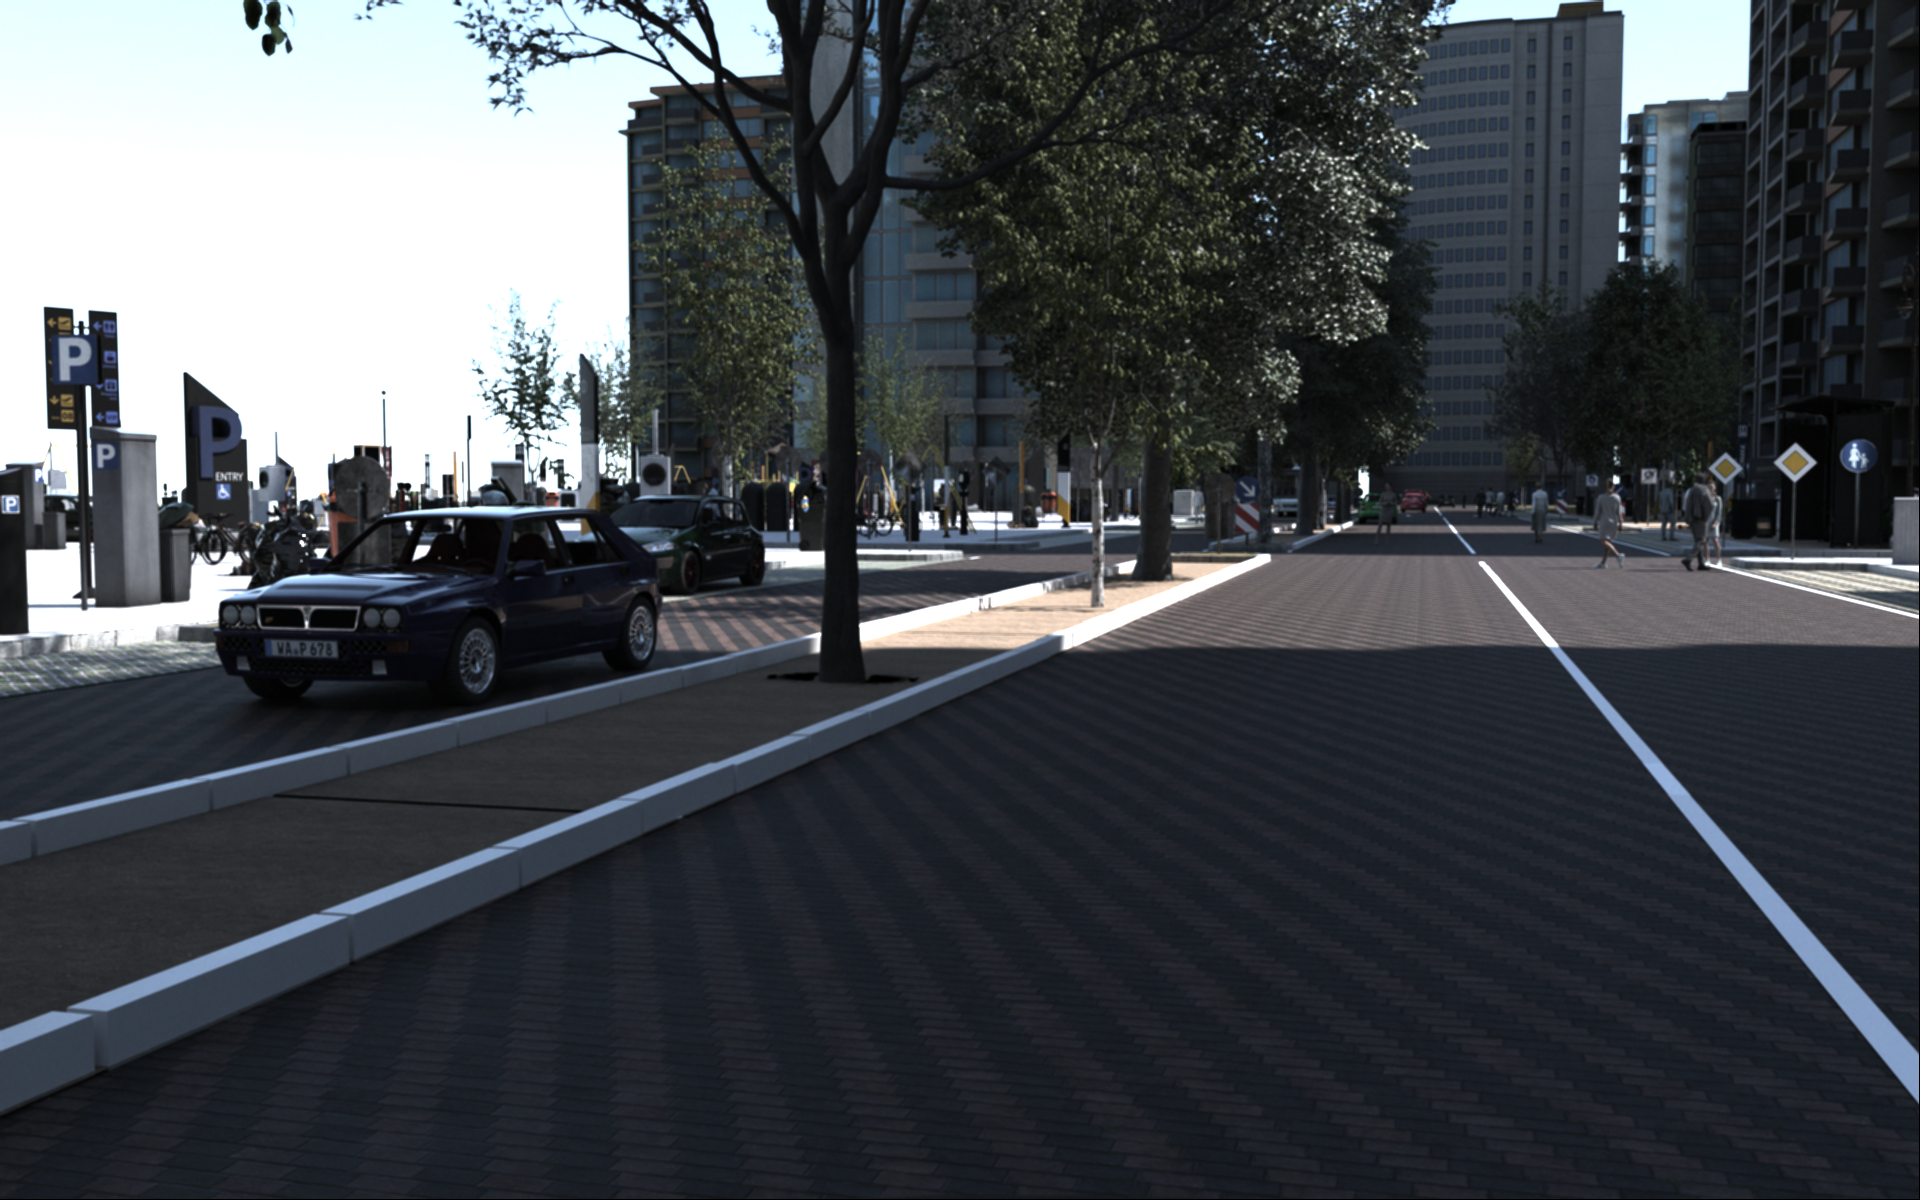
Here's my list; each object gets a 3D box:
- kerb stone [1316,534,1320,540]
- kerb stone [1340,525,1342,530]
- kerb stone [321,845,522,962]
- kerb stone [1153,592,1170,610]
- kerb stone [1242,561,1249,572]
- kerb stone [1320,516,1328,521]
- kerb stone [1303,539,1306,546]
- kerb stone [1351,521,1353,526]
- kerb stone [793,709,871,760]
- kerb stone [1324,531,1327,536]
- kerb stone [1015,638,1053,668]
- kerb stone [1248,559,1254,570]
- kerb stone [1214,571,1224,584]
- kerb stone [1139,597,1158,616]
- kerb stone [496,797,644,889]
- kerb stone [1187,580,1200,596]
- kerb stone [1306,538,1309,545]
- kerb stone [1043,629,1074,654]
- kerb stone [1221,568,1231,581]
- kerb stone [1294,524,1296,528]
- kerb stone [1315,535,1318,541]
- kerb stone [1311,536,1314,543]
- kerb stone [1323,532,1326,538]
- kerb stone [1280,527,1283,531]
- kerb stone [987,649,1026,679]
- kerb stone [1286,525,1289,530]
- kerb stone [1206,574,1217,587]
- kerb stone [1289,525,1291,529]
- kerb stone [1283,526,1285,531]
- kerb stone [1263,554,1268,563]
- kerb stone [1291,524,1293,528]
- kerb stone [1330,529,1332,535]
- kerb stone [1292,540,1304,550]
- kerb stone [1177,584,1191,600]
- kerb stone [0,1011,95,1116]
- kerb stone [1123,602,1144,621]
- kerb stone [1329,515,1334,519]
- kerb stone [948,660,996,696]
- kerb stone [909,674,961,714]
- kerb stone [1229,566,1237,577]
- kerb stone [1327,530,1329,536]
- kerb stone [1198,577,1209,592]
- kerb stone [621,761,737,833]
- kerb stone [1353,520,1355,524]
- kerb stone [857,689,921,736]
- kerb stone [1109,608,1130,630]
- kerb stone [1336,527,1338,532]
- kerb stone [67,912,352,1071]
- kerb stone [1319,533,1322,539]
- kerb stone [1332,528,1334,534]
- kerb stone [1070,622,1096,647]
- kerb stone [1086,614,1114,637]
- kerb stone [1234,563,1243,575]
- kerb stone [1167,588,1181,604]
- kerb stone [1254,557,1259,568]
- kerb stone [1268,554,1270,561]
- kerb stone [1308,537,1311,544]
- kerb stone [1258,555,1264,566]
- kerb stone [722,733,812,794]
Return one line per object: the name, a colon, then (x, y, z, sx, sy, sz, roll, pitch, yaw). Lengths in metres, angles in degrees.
kerb stone: (10.803, -1.872, 52.833, 0.120, 0.150, 1.000, 1, 4, 15)
kerb stone: (14.511, -2.716, 66.700, 0.120, 0.150, 1.000, 1, 4, 15)
kerb stone: (-1.780, 1.004, 5.791, 0.120, 0.150, 1.000, 1, 4, 15)
kerb stone: (2.458, 0.037, 21.626, 0.120, 0.150, 1.000, 1, 4, 15)
kerb stone: (5.101, -0.571, 31.530, 0.120, 0.150, 1.000, 1, 4, 15)
kerb stone: (20.171, -4.511, 95.951, 0.120, 0.150, 1.000, 1, 4, 15)
kerb stone: (9.212, -1.505, 46.902, 0.120, 0.150, 1.000, 1, 4, 15)
kerb stone: (17.179, -3.329, 76.629, 0.120, 0.150, 1.000, 1, 4, 15)
kerb stone: (-0.726, 0.763, 9.752, 0.120, 0.150, 1.000, 1, 4, 15)
kerb stone: (11.863, -2.112, 56.796, 0.120, 0.150, 1.000, 1, 4, 15)
kerb stone: (0.603, 0.459, 14.693, 0.120, 0.150, 1.000, 1, 4, 15)
kerb stone: (5.372, -0.632, 32.521, 0.120, 0.150, 1.000, 1, 4, 15)
kerb stone: (4.050, -0.325, 27.568, 0.120, 0.150, 1.000, 1, 4, 15)
kerb stone: (2.193, 0.095, 20.637, 0.120, 0.150, 1.000, 1, 4, 15)
kerb stone: (-1.518, 0.943, 6.779, 0.120, 0.150, 1.000, 1, 4, 15)
kerb stone: (3.248, -0.147, 24.602, 0.120, 0.150, 1.000, 1, 4, 15)
kerb stone: (9.479, -1.572, 47.890, 0.120, 0.150, 1.000, 1, 4, 15)
kerb stone: (0.857, 0.398, 15.695, 0.120, 0.150, 1.000, 1, 4, 15)
kerb stone: (4.315, -0.381, 28.556, 0.120, 0.150, 1.000, 1, 4, 15)
kerb stone: (13.815, -3.049, 72.203, 0.120, 0.150, 1.000, 1, 4, 15)
kerb stone: (10.543, -1.813, 51.838, 0.120, 0.150, 1.000, 1, 4, 15)
kerb stone: (10.016, -1.692, 49.863, 0.120, 0.150, 1.000, 1, 4, 15)
kerb stone: (11.606, -2.055, 55.798, 0.120, 0.150, 1.000, 1, 4, 15)
kerb stone: (11.958, -2.634, 65.266, 0.120, 0.150, 1.000, 1, 4, 15)
kerb stone: (0.331, 0.524, 13.708, 0.120, 0.150, 1.000, 1, 4, 15)
kerb stone: (12.762, -2.816, 68.229, 0.120, 0.150, 1.000, 1, 4, 15)
kerb stone: (3.781, -0.265, 26.582, 0.120, 0.150, 1.000, 1, 4, 15)
kerb stone: (13.023, -2.872, 69.226, 0.120, 0.150, 1.000, 1, 4, 15)
kerb stone: (12.219, -2.693, 66.257, 0.120, 0.150, 1.000, 1, 4, 15)
kerb stone: (6.160, -0.811, 35.491, 0.120, 0.150, 1.000, 1, 4, 15)
kerb stone: (13.283, -2.933, 70.220, 0.120, 0.150, 1.000, 1, 4, 15)
kerb stone: (12.660, -2.297, 59.766, 0.120, 0.150, 1.000, 1, 4, 15)
kerb stone: (8.953, -1.451, 45.912, 0.120, 0.150, 1.000, 1, 4, 15)
kerb stone: (2.991, -0.086, 23.604, 0.120, 0.150, 1.000, 1, 4, 15)
kerb stone: (-2.322, 1.125, 3.803, 0.120, 0.150, 1.000, 1, 4, 15)
kerb stone: (1.918, 0.156, 19.651, 0.120, 0.150, 1.000, 1, 4, 15)
kerb stone: (21.756, -4.872, 101.892, 0.120, 0.150, 1.000, 1, 4, 15)
kerb stone: (0.068, 0.580, 12.714, 0.120, 0.150, 1.000, 1, 4, 15)
kerb stone: (-0.198, 0.642, 11.727, 0.120, 0.150, 1.000, 1, 4, 15)
kerb stone: (4.572, -0.448, 29.545, 0.120, 0.150, 1.000, 1, 4, 15)
kerb stone: (12.128, -2.175, 57.788, 0.120, 0.150, 1.000, 1, 4, 15)
kerb stone: (3.523, -0.208, 25.593, 0.120, 0.150, 1.000, 1, 4, 15)
kerb stone: (-1.261, 0.882, 7.770, 0.120, 0.150, 1.000, 1, 4, 15)
kerb stone: (17.709, -3.450, 78.604, 0.120, 0.150, 1.000, 1, 4, 15)
kerb stone: (-0.454, 0.701, 10.737, 0.120, 0.150, 1.000, 1, 4, 15)
kerb stone: (1.666, 0.219, 18.658, 0.120, 0.150, 1.000, 1, 4, 15)
kerb stone: (13.718, -2.540, 63.731, 0.120, 0.150, 1.000, 1, 4, 15)
kerb stone: (-2.044, 1.064, 4.796, 0.120, 0.150, 1.000, 1, 4, 15)
kerb stone: (11.067, -1.928, 53.826, 0.120, 0.150, 1.000, 1, 4, 15)
kerb stone: (12.929, -2.358, 60.755, 0.120, 0.150, 1.000, 1, 4, 15)
kerb stone: (1.135, 0.344, 16.682, 0.120, 0.150, 1.000, 1, 4, 15)
kerb stone: (1.397, 0.277, 17.672, 0.120, 0.150, 1.000, 1, 4, 15)
kerb stone: (4.835, -0.510, 30.538, 0.120, 0.150, 1.000, 1, 4, 15)
kerb stone: (2.720, -0.021, 22.614, 0.120, 0.150, 1.000, 1, 4, 15)
kerb stone: (5.638, -0.692, 33.512, 0.120, 0.150, 1.000, 1, 4, 15)
kerb stone: (6.430, -0.869, 36.488, 0.120, 0.150, 1.000, 1, 4, 15)
kerb stone: (9.737, -1.632, 48.879, 0.120, 0.150, 1.000, 1, 4, 15)
kerb stone: (5.909, -0.749, 34.498, 0.120, 0.150, 1.000, 1, 4, 15)
kerb stone: (-0.991, 0.830, 8.756, 0.120, 0.150, 1.000, 1, 4, 15)
